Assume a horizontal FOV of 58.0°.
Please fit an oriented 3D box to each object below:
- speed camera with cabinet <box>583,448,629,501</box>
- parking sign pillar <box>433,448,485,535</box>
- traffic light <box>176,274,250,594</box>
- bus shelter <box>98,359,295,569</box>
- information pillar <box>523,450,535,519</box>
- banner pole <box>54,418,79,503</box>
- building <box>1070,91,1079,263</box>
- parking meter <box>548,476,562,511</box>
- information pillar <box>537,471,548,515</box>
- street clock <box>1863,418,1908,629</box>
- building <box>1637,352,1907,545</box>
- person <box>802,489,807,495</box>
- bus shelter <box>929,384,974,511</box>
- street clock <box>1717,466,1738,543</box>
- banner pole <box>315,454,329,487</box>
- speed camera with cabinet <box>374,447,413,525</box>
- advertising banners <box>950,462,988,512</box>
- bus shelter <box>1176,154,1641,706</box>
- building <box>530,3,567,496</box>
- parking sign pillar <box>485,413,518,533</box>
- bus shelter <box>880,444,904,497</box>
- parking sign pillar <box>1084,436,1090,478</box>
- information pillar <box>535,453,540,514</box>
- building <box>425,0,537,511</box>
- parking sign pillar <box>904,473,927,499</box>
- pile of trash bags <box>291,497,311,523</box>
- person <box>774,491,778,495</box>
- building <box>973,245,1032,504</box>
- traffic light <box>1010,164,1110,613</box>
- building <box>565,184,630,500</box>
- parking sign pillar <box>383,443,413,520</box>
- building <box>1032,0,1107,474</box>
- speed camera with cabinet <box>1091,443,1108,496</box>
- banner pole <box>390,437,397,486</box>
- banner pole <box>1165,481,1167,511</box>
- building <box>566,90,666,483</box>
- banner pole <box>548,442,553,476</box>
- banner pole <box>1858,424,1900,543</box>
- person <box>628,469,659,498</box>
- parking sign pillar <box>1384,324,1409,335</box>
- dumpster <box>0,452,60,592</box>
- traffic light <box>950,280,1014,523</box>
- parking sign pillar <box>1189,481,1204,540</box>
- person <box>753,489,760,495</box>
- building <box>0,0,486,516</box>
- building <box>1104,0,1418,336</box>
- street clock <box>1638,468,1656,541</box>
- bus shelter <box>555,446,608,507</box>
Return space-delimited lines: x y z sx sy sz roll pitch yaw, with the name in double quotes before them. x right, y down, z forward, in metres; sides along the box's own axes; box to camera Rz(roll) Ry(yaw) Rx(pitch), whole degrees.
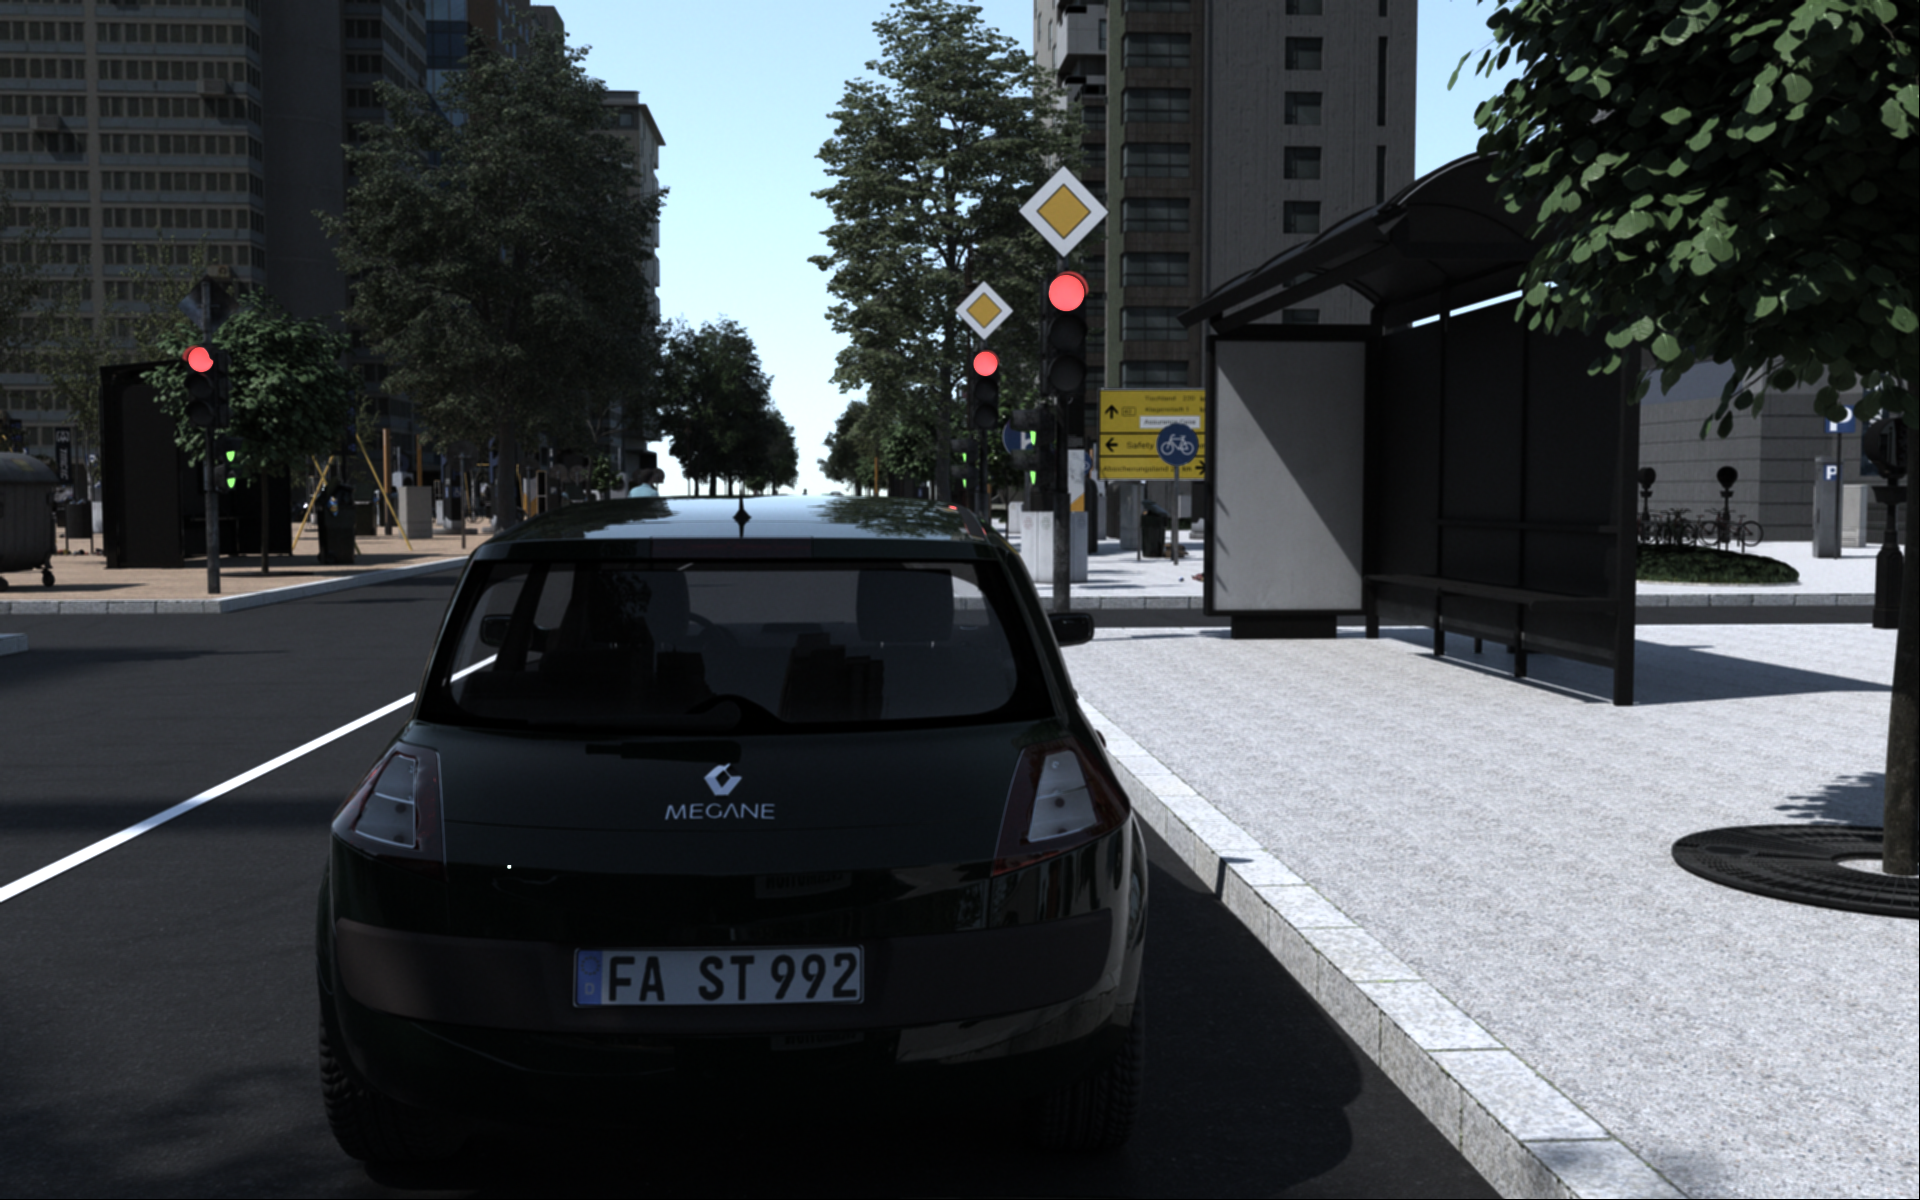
"speed camera with cabinet" -15.145 -4.843 73.511 2.038 3.252 0.660 0 4 2
"parking sign pillar" -15.989 -4.045 54.615 1.447 3.967 1.447 -2 4 -28
"traffic light" -9.590 -2.035 22.192 0.839 4.253 0.868 0 4 -4
"bus shelter" -14.102 -2.534 32.707 1.731 3.624 6.357 0 4 -4
"information pillar" -19.696 -5.350 78.834 0.183 3.616 0.504 1 4 15
"banner pole" -29.485 -4.118 57.351 0.863 3.779 0.401 -1 4 -19
"building" 14.805 -21.676 126.099 14.160 30.474 14.107 0 4 -4
"parking meter" -13.280 -3.125 56.806 0.399 1.863 0.255 0 4 2
"information pillar" -13.221 -3.079 54.827 0.304 2.012 0.304 -1 4 -8
"street clock" 8.859 -0.728 16.477 0.471 2.002 0.358 0 4 -6
"building" 35.150 -31.093 50.364 28.212 58.520 21.231 0 4 -4
"person" -11.426 -7.317 128.118 0.705 1.826 1.348 -3 5 -41
"bus shelter" -0.155 -5.088 60.816 2.179 5.291 8.768 0 4 -4
"street clock" 20.043 -2.490 45.288 0.471 2.002 0.358 2 4 34
"banner pole" -27.698 -5.202 75.071 0.401 3.779 0.863 2 4 35
"speed camera with cabinet" -23.569 -4.736 71.776 0.660 3.252 2.038 2 4 25
"advertising banners" 0.100 -3.634 55.604 2.074 3.025 0.090 -3 5 -42
"bus shelter" 3.129 -1.153 12.783 2.014 3.302 5.546 0 4 -4
"building" -39.981 -27.937 140.358 14.154 41.232 14.086 0 4 -4
"parking sign pillar" -15.059 -4.199 57.120 1.447 3.967 1.447 -3 4 -37
"bus shelter" -2.744 -5.427 80.018 1.731 3.624 6.357 0 4 -4
"parking sign pillar" 5.918 -5.659 80.995 1.447 3.967 1.447 -1 4 -16
"information pillar" -19.603 -5.408 79.767 0.504 3.616 0.183 -3 5 -40
"building" -39.298 -29.114 126.130 14.600 45.320 14.200 0 4 -4
"parking sign pillar" -1.832 -5.094 71.754 1.447 3.967 1.447 2 4 26
"pile of trash bags" -31.160 -4.245 79.153 3.447 1.369 1.912 1 4 22
"person" -19.562 -10.787 184.956 0.705 1.814 1.350 2 4 27
"building" 14.550 -33.897 246.101 32.217 40.220 23.993 0 4 -4
"traffic light" 0.864 -1.592 14.945 0.839 4.253 0.868 0 4 -4
"building" -53.077 -31.311 203.820 32.217 40.220 23.993 0 4 -4
"parking sign pillar" -26.796 -5.759 82.627 1.447 3.967 1.447 -1 4 -20
"building" 20.932 -34.105 146.851 28.713 52.752 27.495 0 4 -4
"speed camera with cabinet" 5.256 -4.429 66.754 0.660 3.252 2.038 1 4 15
"banner pole" -24.745 -5.240 75.699 0.401 3.779 0.863 0 4 1
"banner pole" 9.329 -5.393 78.191 0.401 3.779 0.863 0 4 6
"building" -54.401 -39.191 230.015 28.713 52.752 27.495 0 4 -4
"banner pole" -18.783 -5.470 79.452 0.401 3.779 0.863 -2 4 -30
"banner pole" 15.362 -2.372 28.794 0.401 3.779 0.863 -2 4 -33
"person" -4.913 -1.106 26.597 0.660 1.820 0.620 1 4 22
"parking sign pillar" 6.572 -2.228 24.902 1.447 3.967 1.447 3 5 42
"dumpster" -13.069 -1.065 23.180 1.264 1.857 1.865 0 4 -4
"traffic light" 0.295 -2.079 22.910 0.839 4.253 0.868 0 4 -4
"parking sign pillar" 7.266 -3.721 49.306 1.447 3.967 1.447 3 4 36
"person" -11.733 -5.538 99.714 0.551 1.740 0.621 2 4 25
"building" -46.514 -25.362 106.553 32.217 40.220 23.993 0 4 -4
"building" 14.162 -19.346 88.012 14.160 30.474 14.107 0 4 -4
"street clock" 18.740 -2.615 47.320 0.471 2.002 0.358 -2 4 -29
"bus shelter" -18.575 -5.748 85.267 1.731 3.624 6.357 0 4 -4
